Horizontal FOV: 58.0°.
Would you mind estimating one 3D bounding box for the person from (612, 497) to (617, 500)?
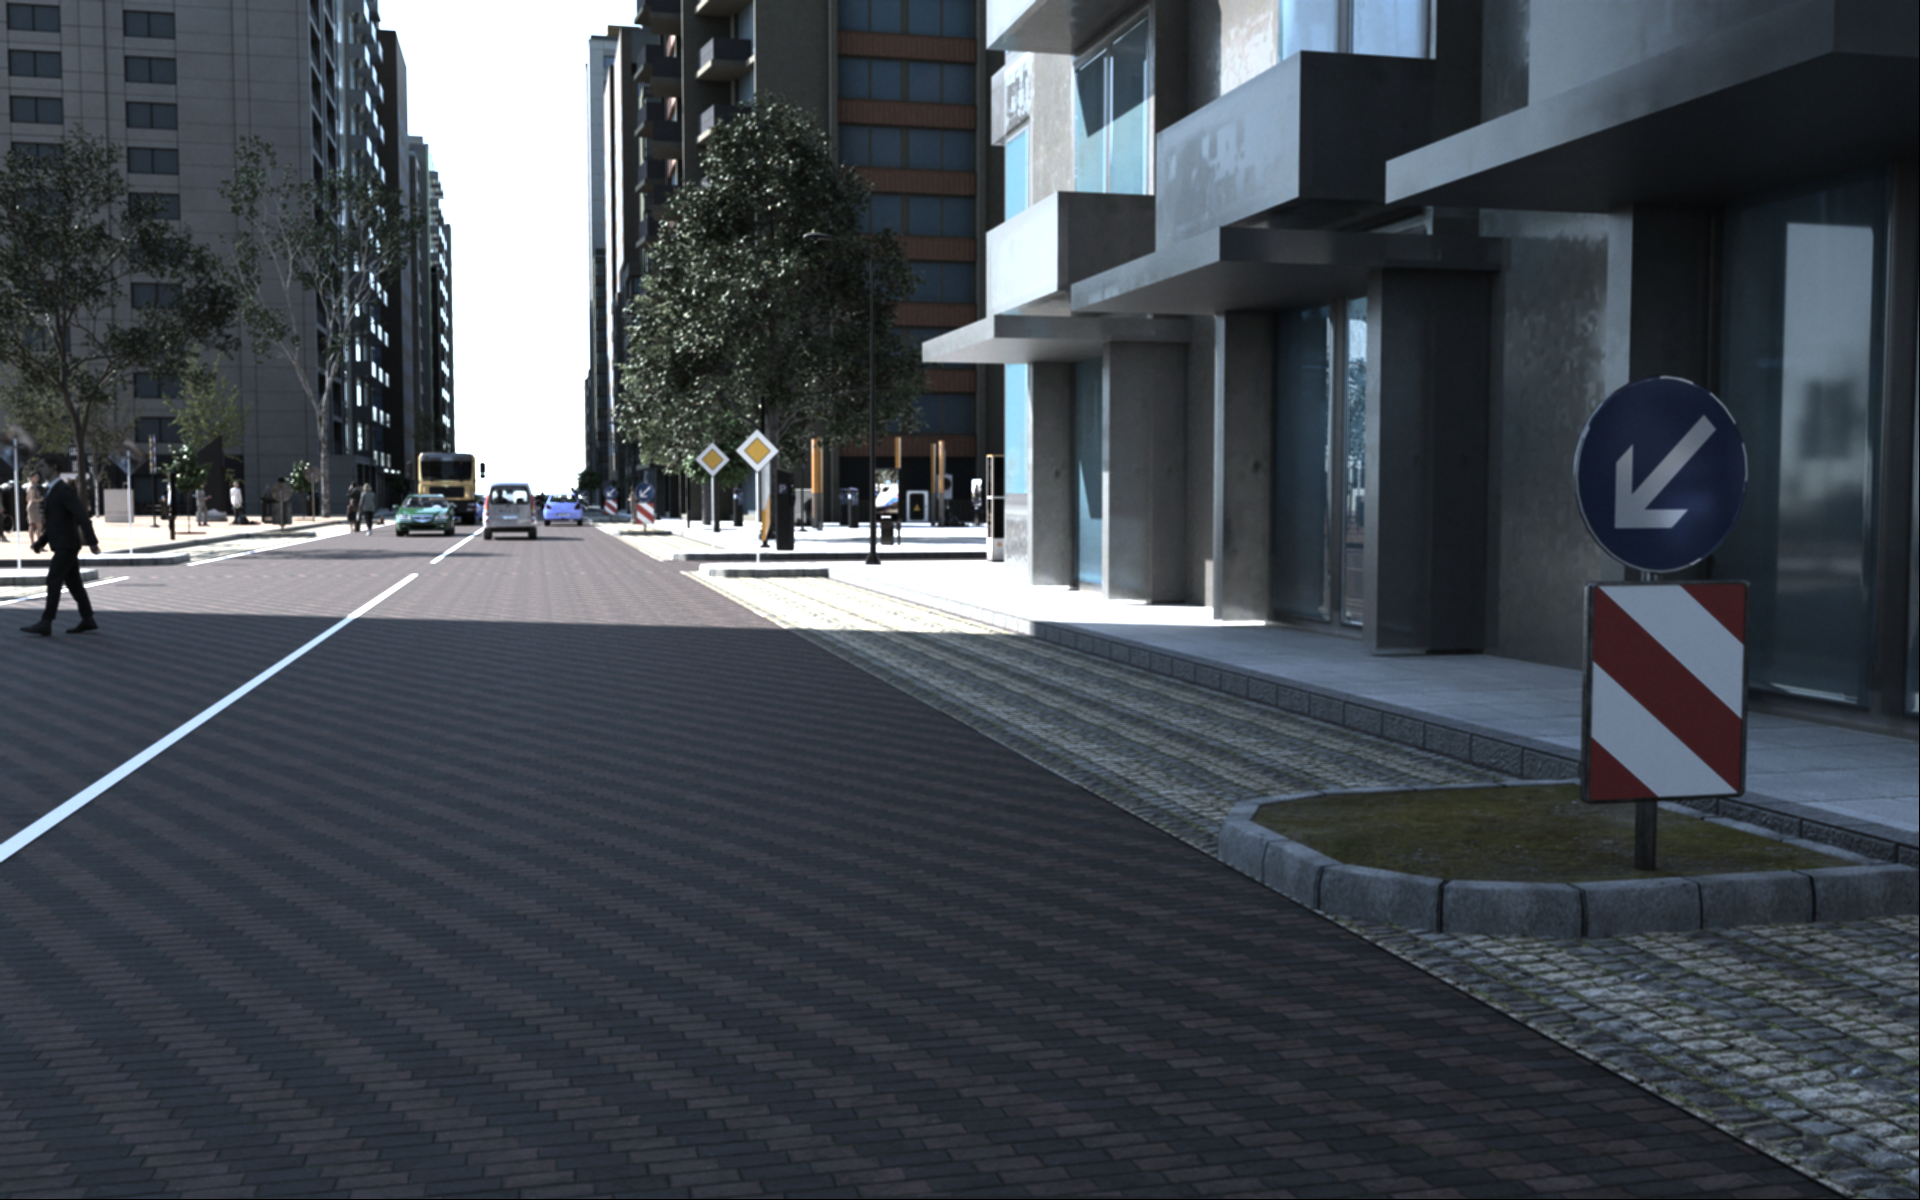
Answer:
[{"bbox_3d":[-28.953,-8.484,144.712,0.705,1.831,1.348,-2,4,-30],"label":"person"}]

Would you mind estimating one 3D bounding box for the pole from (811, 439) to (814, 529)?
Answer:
[{"bbox_3d":[-5.389,-4.300,64.143,0.158,3.312,0.155,0,3,0],"label":"pole"}]

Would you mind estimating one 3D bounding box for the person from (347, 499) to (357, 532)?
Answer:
[{"bbox_3d":[-22.761,-3.160,64.843,0.362,1.253,0.373,-2,4,-31],"label":"person"}]

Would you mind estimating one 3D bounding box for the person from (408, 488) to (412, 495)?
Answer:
[{"bbox_3d":[-49.411,-9.165,155.868,0.705,1.826,1.348,0,4,4],"label":"person"}]

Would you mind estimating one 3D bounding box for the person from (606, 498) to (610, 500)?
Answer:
[{"bbox_3d":[-33.188,-9.561,163.036,0.621,1.740,0.551,-3,5,-43],"label":"person"}]

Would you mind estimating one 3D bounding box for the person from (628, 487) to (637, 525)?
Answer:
[{"bbox_3d":[-15.296,-4.409,80.928,0.374,1.781,0.599,2,4,24],"label":"person"}]

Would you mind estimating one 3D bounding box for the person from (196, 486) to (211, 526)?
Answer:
[{"bbox_3d":[-30.233,-3.852,69.229,0.583,1.804,0.606,0,4,-7],"label":"person"}]

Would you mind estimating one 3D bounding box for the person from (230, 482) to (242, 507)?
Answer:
[{"bbox_3d":[-32.970,-4.465,78.916,0.514,1.842,0.818,-1,4,-17],"label":"person"}]

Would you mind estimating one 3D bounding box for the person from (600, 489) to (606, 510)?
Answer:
[{"bbox_3d":[-29.425,-8.330,143.160,0.530,1.710,0.541,-2,4,-33],"label":"person"}]

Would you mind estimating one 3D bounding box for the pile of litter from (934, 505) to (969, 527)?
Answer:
[{"bbox_3d":[-0.359,-3.317,68.192,1.176,0.858,1.719,-2,4,-35],"label":"pile of litter"}]

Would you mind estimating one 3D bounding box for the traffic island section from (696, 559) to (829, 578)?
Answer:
[{"bbox_3d":[-3.554,-0.525,30.871,2.009,0.180,2.903,-1,4,-14],"label":"traffic island section"}]

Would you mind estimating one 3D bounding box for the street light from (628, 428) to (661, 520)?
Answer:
[{"bbox_3d":[-15.326,-6.850,84.538,1.470,5.913,1.316,-1,4,-14],"label":"street light"}]

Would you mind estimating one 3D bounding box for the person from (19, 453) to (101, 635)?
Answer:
[{"bbox_3d":[-9.220,-0.574,17.664,0.755,1.850,0.659,-3,4,-37],"label":"person"}]

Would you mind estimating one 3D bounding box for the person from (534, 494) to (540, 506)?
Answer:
[{"bbox_3d":[-50.804,-12.055,208.857,1.065,1.426,0.557,-2,4,-31],"label":"person"}]

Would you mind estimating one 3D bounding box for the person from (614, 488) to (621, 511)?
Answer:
[{"bbox_3d":[-26.375,-7.748,133.432,0.721,1.736,1.217,1,4,9],"label":"person"}]

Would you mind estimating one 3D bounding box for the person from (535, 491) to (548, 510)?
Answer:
[{"bbox_3d":[-36.805,-8.764,152.516,1.217,1.736,0.721,1,4,11],"label":"person"}]

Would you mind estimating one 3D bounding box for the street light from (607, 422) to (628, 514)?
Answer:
[{"bbox_3d":[-21.938,-8.513,111.735,1.470,5.913,1.316,-1,4,-14],"label":"street light"}]

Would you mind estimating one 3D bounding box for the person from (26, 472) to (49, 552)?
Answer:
[{"bbox_3d":[-20.640,-1.977,38.709,0.374,1.781,0.599,-3,4,-37],"label":"person"}]

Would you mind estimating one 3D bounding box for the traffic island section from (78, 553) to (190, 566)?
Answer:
[{"bbox_3d":[-17.154,-0.825,35.773,2.009,0.180,2.903,-1,4,-14],"label":"traffic island section"}]

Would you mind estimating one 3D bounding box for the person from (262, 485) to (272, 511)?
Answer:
[{"bbox_3d":[-39.713,-5.695,99.330,0.661,1.801,0.590,-3,4,-36],"label":"person"}]

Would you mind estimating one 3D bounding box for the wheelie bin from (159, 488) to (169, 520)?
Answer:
[{"bbox_3d":[-39.310,-4.768,85.867,0.693,1.594,0.980,-1,4,-23],"label":"wheelie bin"}]

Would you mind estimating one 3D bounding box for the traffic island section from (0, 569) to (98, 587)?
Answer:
[{"bbox_3d":[-15.251,-0.351,28.017,2.009,0.180,2.903,-1,4,-14],"label":"traffic island section"}]

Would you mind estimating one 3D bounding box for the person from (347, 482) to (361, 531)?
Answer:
[{"bbox_3d":[-23.242,-3.584,66.457,0.474,1.900,0.648,0,4,-3],"label":"person"}]

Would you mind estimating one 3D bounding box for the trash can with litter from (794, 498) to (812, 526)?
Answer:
[{"bbox_3d":[-6.088,-3.512,68.810,1.055,1.170,0.624,-2,4,-35],"label":"trash can with litter"}]

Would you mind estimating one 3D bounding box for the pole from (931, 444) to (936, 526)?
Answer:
[{"bbox_3d":[-1.082,-4.655,69.957,0.158,3.312,0.155,0,3,0],"label":"pole"}]

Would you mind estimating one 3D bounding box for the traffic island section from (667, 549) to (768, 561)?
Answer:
[{"bbox_3d":[-5.457,-1.000,38.627,2.009,0.180,2.903,-1,4,-14],"label":"traffic island section"}]

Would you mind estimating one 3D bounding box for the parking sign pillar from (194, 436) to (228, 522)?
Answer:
[{"bbox_3d":[-34.658,-5.602,80.067,1.447,3.967,1.447,0,4,7],"label":"parking sign pillar"}]

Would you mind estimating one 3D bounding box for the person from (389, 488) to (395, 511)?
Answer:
[{"bbox_3d":[-42.794,-7.588,130.549,0.683,1.767,0.568,2,4,33],"label":"person"}]

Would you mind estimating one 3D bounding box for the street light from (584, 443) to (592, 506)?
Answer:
[{"bbox_3d":[-33.385,-11.373,158.483,1.470,5.913,1.316,-1,4,-14],"label":"street light"}]

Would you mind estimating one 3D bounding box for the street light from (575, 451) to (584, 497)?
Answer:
[{"bbox_3d":[-40.276,-13.065,186.152,1.470,5.913,1.316,-1,4,-14],"label":"street light"}]

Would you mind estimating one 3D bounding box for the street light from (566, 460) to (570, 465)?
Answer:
[{"bbox_3d":[-53.127,-16.267,238.511,1.470,5.913,1.316,-1,4,-14],"label":"street light"}]

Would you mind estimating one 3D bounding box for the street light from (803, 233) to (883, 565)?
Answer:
[{"bbox_3d":[-2.103,-3.582,31.100,1.470,5.913,1.316,-1,4,-14],"label":"street light"}]

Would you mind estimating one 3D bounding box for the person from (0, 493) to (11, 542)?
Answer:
[{"bbox_3d":[-25.714,-2.437,46.074,0.728,1.800,0.709,-3,5,-42],"label":"person"}]

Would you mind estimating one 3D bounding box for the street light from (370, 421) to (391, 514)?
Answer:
[{"bbox_3d":[-36.954,-8.434,110.440,1.470,5.913,1.316,-1,4,-14],"label":"street light"}]

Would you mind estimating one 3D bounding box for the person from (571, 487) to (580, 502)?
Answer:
[{"bbox_3d":[-23.222,-5.851,103.937,0.755,1.850,0.659,-3,4,-38],"label":"person"}]

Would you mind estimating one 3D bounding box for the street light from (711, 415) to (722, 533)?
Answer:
[{"bbox_3d":[-8.643,-5.188,57.359,1.470,5.913,1.316,-1,4,-14],"label":"street light"}]

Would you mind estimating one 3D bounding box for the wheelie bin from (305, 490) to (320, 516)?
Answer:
[{"bbox_3d":[-38.269,-5.785,102.491,0.693,1.594,0.980,0,4,0],"label":"wheelie bin"}]

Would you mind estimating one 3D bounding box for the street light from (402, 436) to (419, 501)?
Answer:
[{"bbox_3d":[-43.678,-10.096,137.613,1.470,5.913,1.316,-1,4,-14],"label":"street light"}]

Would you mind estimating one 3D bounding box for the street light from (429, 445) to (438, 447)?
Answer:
[{"bbox_3d":[-50.311,-11.759,164.805,1.470,5.913,1.316,-1,4,-14],"label":"street light"}]

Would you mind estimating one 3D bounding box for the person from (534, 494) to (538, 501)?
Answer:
[{"bbox_3d":[-57.479,-13.672,235.255,0.991,1.433,0.599,0,4,4],"label":"person"}]

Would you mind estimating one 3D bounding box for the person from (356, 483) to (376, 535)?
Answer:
[{"bbox_3d":[-20.636,-3.150,60.193,0.709,1.800,0.728,-3,4,-37],"label":"person"}]

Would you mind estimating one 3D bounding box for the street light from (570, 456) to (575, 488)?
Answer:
[{"bbox_3d":[-46.447,-14.603,211.291,1.470,5.913,1.316,-1,4,-14],"label":"street light"}]

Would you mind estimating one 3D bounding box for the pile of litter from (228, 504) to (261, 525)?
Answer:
[{"bbox_3d":[-29.786,-3.553,72.053,1.176,0.858,1.719,-3,4,-38],"label":"pile of litter"}]

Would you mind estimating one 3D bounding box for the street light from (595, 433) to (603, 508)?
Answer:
[{"bbox_3d":[-26.844,-9.708,131.269,1.470,5.913,1.316,-1,4,-14],"label":"street light"}]
